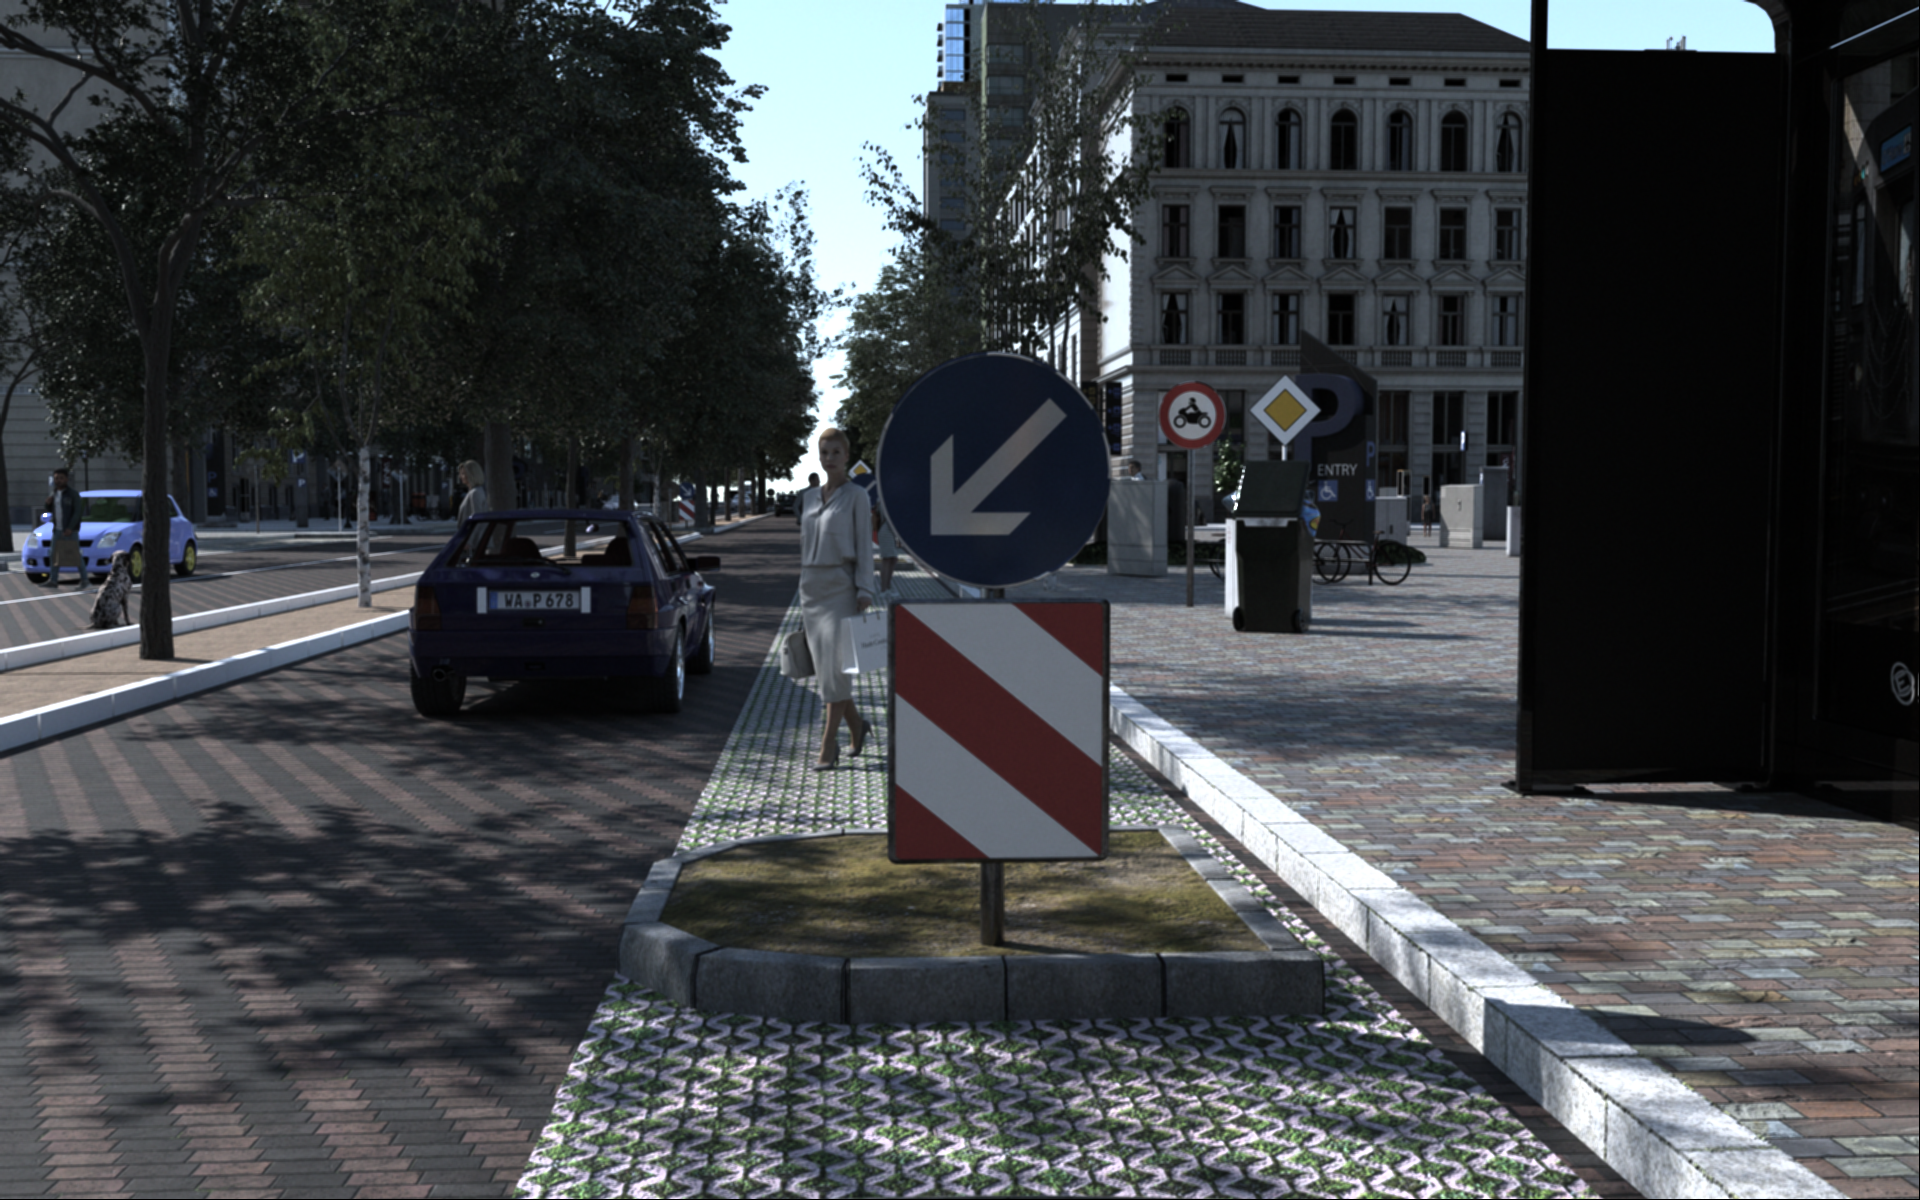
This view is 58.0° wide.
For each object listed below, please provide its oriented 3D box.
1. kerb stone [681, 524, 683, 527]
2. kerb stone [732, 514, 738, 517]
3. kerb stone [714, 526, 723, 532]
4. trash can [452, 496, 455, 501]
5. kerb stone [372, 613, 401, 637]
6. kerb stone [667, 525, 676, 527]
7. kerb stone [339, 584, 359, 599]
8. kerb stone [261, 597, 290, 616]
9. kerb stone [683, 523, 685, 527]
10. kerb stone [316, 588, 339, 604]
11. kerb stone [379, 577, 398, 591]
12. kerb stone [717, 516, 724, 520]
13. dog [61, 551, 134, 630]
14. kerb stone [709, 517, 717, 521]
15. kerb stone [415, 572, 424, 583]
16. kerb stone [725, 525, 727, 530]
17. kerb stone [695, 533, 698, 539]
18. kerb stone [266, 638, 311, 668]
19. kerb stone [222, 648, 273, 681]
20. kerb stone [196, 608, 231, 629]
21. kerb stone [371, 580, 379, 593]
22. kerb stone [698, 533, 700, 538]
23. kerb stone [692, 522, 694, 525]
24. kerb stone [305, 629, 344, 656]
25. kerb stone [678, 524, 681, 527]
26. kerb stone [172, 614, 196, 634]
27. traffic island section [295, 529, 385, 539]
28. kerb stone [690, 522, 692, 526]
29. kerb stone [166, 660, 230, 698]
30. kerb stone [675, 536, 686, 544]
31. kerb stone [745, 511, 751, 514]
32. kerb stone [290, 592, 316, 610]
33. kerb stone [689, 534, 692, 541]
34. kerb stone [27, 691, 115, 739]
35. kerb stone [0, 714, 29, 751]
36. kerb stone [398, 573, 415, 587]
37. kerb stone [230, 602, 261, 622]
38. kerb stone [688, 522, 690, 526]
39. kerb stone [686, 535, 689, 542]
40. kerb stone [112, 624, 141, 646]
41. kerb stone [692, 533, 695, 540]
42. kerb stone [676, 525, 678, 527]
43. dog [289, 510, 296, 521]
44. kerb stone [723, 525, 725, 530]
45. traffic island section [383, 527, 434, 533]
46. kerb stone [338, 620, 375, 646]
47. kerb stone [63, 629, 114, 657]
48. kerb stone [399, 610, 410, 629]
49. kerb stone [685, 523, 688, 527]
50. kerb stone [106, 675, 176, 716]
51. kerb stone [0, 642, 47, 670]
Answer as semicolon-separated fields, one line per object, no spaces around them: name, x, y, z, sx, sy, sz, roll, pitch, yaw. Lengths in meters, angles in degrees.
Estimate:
kerb stone;-11.763;-3.061;72.309;0.120;0.150;1.000;0;4;-4
kerb stone;-14.340;-5.382;110.192;0.120;0.150;1.000;0;4;-4
kerb stone;-9.252;-2.698;66.314;0.120;0.150;1.000;0;4;-4
trash can;-30.680;-5.629;103.693;0.748;1.137;0.748;0;3;0
kerb stone;-5.953;0.270;17.784;0.120;0.150;1.000;0;4;-4
kerb stone;-11.565;-2.877;69.250;0.120;0.150;1.000;0;4;-4
kerb stone;-8.481;-0.095;23.779;0.120;0.150;1.000;0;4;-4
kerb stone;-8.261;0.091;20.707;0.120;0.150;1.000;0;4;-4
kerb stone;-11.838;-3.123;73.328;0.120;0.150;1.000;0;4;-4
kerb stone;-8.397;-0.034;22.753;0.120;0.150;1.000;0;4;-4
kerb stone;-8.612;-0.222;25.822;0.120;0.150;1.000;0;4;-4
kerb stone;-13.442;-4.567;96.884;0.120;0.150;1.000;0;4;-4
dog;-9.228;-0.106;18.570;0.800;0.831;0.513;-3;5;-42
kerb stone;-13.096;-4.255;91.761;0.120;0.150;1.000;0;4;-4
kerb stone;-8.751;-0.347;27.867;0.120;0.150;1.000;0;4;-4
kerb stone;-9.396;-2.823;68.352;0.120;0.150;1.000;0;4;-4
kerb stone;-8.457;-1.978;54.599;0.120;0.150;1.000;0;4;-4
kerb stone;-5.755;0.457;14.719;0.120;0.150;1.000;0;4;-4
kerb stone;-5.681;0.520;13.700;0.120;0.150;1.000;0;4;-4
kerb stone;-8.127;0.216;18.667;0.120;0.150;1.000;0;4;-4
kerb stone;-8.547;-0.159;24.801;0.120;0.150;1.000;0;4;-4
kerb stone;-8.525;-2.044;55.618;0.120;0.150;1.000;0;4;-4
kerb stone;-12.116;-3.377;77.432;0.120;0.150;1.000;0;4;-4
kerb stone;-5.827;0.399;15.739;0.120;0.150;1.000;0;4;-4
kerb stone;-11.701;-2.999;71.289;0.120;0.150;1.000;0;4;-4
kerb stone;-8.055;0.278;17.646;0.120;0.150;1.000;0;4;-4
traffic island section;-20.389;-2.117;56.887;2.009;0.180;2.903;0;4;-4
kerb stone;-12.046;-3.313;76.405;0.120;0.150;1.000;0;4;-4
kerb stone;-5.605;0.582;12.677;0.120;0.150;1.000;0;4;-4
kerb stone;-8.183;-1.732;50.508;0.120;0.150;1.000;0;4;-4
kerb stone;-15.445;-6.384;126.578;0.120;0.150;1.000;0;4;-4
kerb stone;-8.329;0.028;21.733;0.120;0.150;1.000;0;4;-4
kerb stone;-8.321;-1.856;52.548;0.120;0.150;1.000;0;4;-4
kerb stone;-5.471;0.708;10.625;0.120;0.150;1.000;0;4;-4
kerb stone;-5.400;0.771;9.597;0.120;0.150;1.000;0;4;-4
kerb stone;-8.680;-0.282;26.847;0.120;0.150;1.000;0;4;-4
kerb stone;-8.200;0.154;19.687;0.120;0.150;1.000;0;4;-4
kerb stone;-11.972;-3.253;75.377;0.120;0.150;1.000;0;4;-4
kerb stone;-8.248;-1.794;51.529;0.120;0.150;1.000;0;4;-4
kerb stone;-7.991;0.341;16.625;0.120;0.150;1.000;0;4;-4
kerb stone;-8.391;-1.919;53.571;0.120;0.150;1.000;0;4;-4
kerb stone;-11.634;-2.936;70.269;0.120;0.150;1.000;0;4;-4
dog;-31.911;-4.191;82.898;0.800;0.831;0.513;1;4;13
kerb stone;-9.323;-2.761;67.333;0.120;0.150;1.000;0;4;-4
traffic island section;-20.930;-2.604;64.854;2.009;0.180;2.903;0;4;-4
kerb stone;-5.887;0.332;16.764;0.120;0.150;1.000;0;4;-4
kerb stone;-7.919;0.403;15.606;0.120;0.150;1.000;0;4;-4
kerb stone;-6.031;0.209;18.814;0.120;0.150;1.000;0;4;-4
kerb stone;-11.899;-3.187;74.357;0.120;0.150;1.000;0;4;-4
kerb stone;-5.542;0.646;11.646;0.120;0.150;1.000;0;4;-4
kerb stone;-7.845;0.466;14.583;0.120;0.150;1.000;0;4;-4
